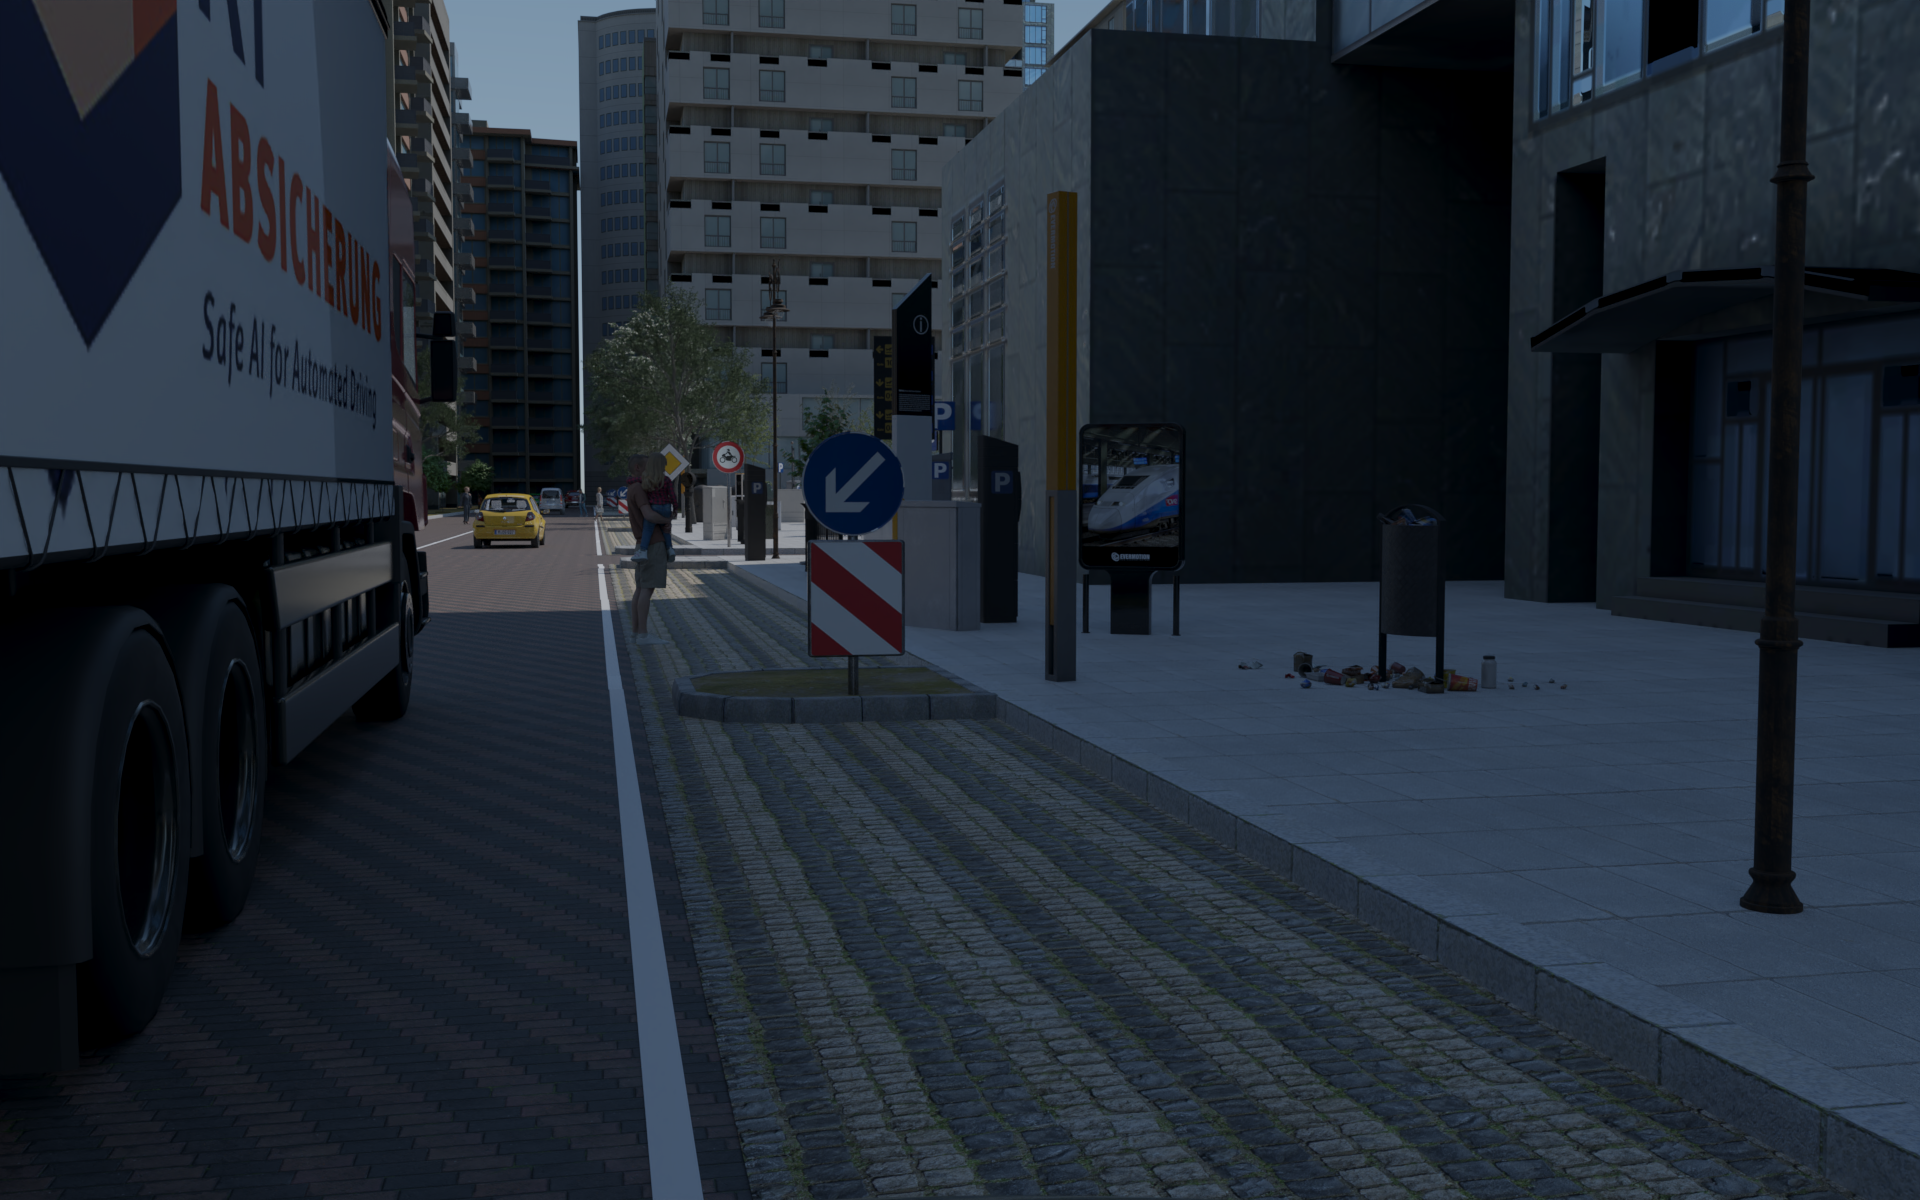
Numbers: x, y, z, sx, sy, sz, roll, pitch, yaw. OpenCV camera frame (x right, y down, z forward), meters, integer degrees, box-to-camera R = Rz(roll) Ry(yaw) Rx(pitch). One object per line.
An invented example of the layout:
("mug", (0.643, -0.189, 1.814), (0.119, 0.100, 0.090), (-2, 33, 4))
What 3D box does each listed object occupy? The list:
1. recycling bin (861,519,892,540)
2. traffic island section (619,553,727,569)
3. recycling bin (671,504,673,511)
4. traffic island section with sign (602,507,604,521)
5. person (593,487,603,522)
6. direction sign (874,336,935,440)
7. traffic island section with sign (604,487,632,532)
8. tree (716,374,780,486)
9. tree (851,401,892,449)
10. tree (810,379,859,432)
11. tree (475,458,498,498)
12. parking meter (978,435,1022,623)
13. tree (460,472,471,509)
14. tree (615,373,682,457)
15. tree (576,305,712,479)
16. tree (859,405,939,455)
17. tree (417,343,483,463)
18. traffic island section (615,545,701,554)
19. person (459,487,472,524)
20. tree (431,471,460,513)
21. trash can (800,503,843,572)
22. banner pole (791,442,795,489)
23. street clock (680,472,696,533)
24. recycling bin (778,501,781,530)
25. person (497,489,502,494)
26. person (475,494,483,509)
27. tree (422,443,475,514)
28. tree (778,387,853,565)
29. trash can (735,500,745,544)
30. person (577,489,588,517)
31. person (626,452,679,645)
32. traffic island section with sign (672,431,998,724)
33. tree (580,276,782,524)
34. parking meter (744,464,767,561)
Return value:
("recycling bin", (-1.612, -1.365, 34.880), (0.722, 1.027, 0.722), (-1, 4, -8))
("traffic island section", (-5.696, -0.731, 34.228), (2.009, 0.180, 2.903), (-1, 4, -12))
("recycling bin", (-15.984, -5.026, 94.723), (0.722, 1.027, 0.722), (-2, 4, -32))
("traffic island section with sign", (-18.061, -5.128, 92.475), (1.989, 1.847, 2.006), (-1, 4, -12))
("person", (-18.742, -4.952, 89.825), (0.624, 1.780, 0.694), (-1, 4, -20))
("direction sign", (-0.799, -2.014, 24.921), (0.876, 3.537, 0.379), (0, 4, -5))
("traffic island section with sign", (-12.453, -3.516, 66.107), (1.989, 1.847, 2.006), (-1, 4, -12))
("tree", (-12.352, -9.088, 98.953), (4.737, 8.622, 4.395), (0, 3, 0))
("tree", (-4.546, -9.595, 107.233), (4.737, 8.622, 4.395), (0, 3, 0))
("tree", (-7.796, -9.875, 111.823), (4.360, 8.622, 3.978), (0, 3, 0))
("tree", (-43.716, -10.629, 157.494), (4.285, 4.588, 4.351), (0, 3, 0))
("parking meter", (0.392, -0.708, 17.289), (0.399, 1.863, 0.255), (-1, 4, -17))
("tree", (-43.795, -9.666, 152.636), (1.663, 3.219, 1.824), (0, 3, 0))
("tree", (-17.983, -9.296, 102.359), (4.360, 8.622, 3.978), (0, 3, 0))
("tree", (-20.641, -12.663, 113.690), (9.857, 13.997, 8.962), (0, 3, 0))
("tree", (-3.007, -9.268, 101.889), (4.360, 8.622, 3.978), (0, 3, 0))
("tree", (-32.178, -10.352, 103.669), (7.601, 10.594, 8.767), (-1, 4, -23))
("traffic island section", (-7.354, -1.208, 42.040), (2.009, 0.180, 2.903), (-1, 4, -12))
("person", (-23.438, -4.476, 82.098), (0.534, 1.772, 0.576), (1, 4, 12))
("tree", (-35.886, -7.667, 119.962), (1.663, 3.219, 1.824), (0, 3, 0))
("trash can", (-2.142, -0.957, 27.306), (0.748, 1.137, 0.748), (0, 3, 0))
("banner pole", (-7.952, -5.659, 82.549), (0.401, 3.779, 0.863), (-1, 4, -15))
("street clock", (-8.987, -3.227, 57.327), (0.471, 2.002, 0.358), (1, 4, 19))
("recycling bin", (-6.724, -2.989, 61.426), (0.722, 1.027, 0.722), (-1, 4, -9))
("person", (-39.355, -8.536, 148.074), (1.348, 1.824, 0.705), (0, 4, -4))
("person", (-34.164, -6.812, 123.131), (0.557, 1.426, 1.065), (-3, 5, -43))
("tree", (-34.494, -7.805, 111.321), (4.285, 4.588, 4.351), (0, 3, 0))
("tree", (-2.529, -2.254, 31.450), (1.663, 3.219, 1.824), (0, 3, 0))
("trash can", (-5.403, -2.002, 44.386), (0.748, 1.137, 0.748), (0, 3, 0))
("person", (-23.803, -6.129, 109.052), (0.623, 1.781, 0.721), (1, 4, 20))
("person", (-2.959, -0.491, 16.495), (0.580, 1.828, 0.573), (2, 4, 23))
("traffic island section with sign", (-0.931, -0.189, 11.719), (1.989, 1.847, 2.006), (-1, 4, -12))
("tree", (-11.567, -8.530, 73.883), (8.767, 10.594, 7.601), (-2, 4, -35))
("parking meter", (-3.931, -1.689, 33.331), (0.399, 1.863, 0.255), (-2, 4, -27))
